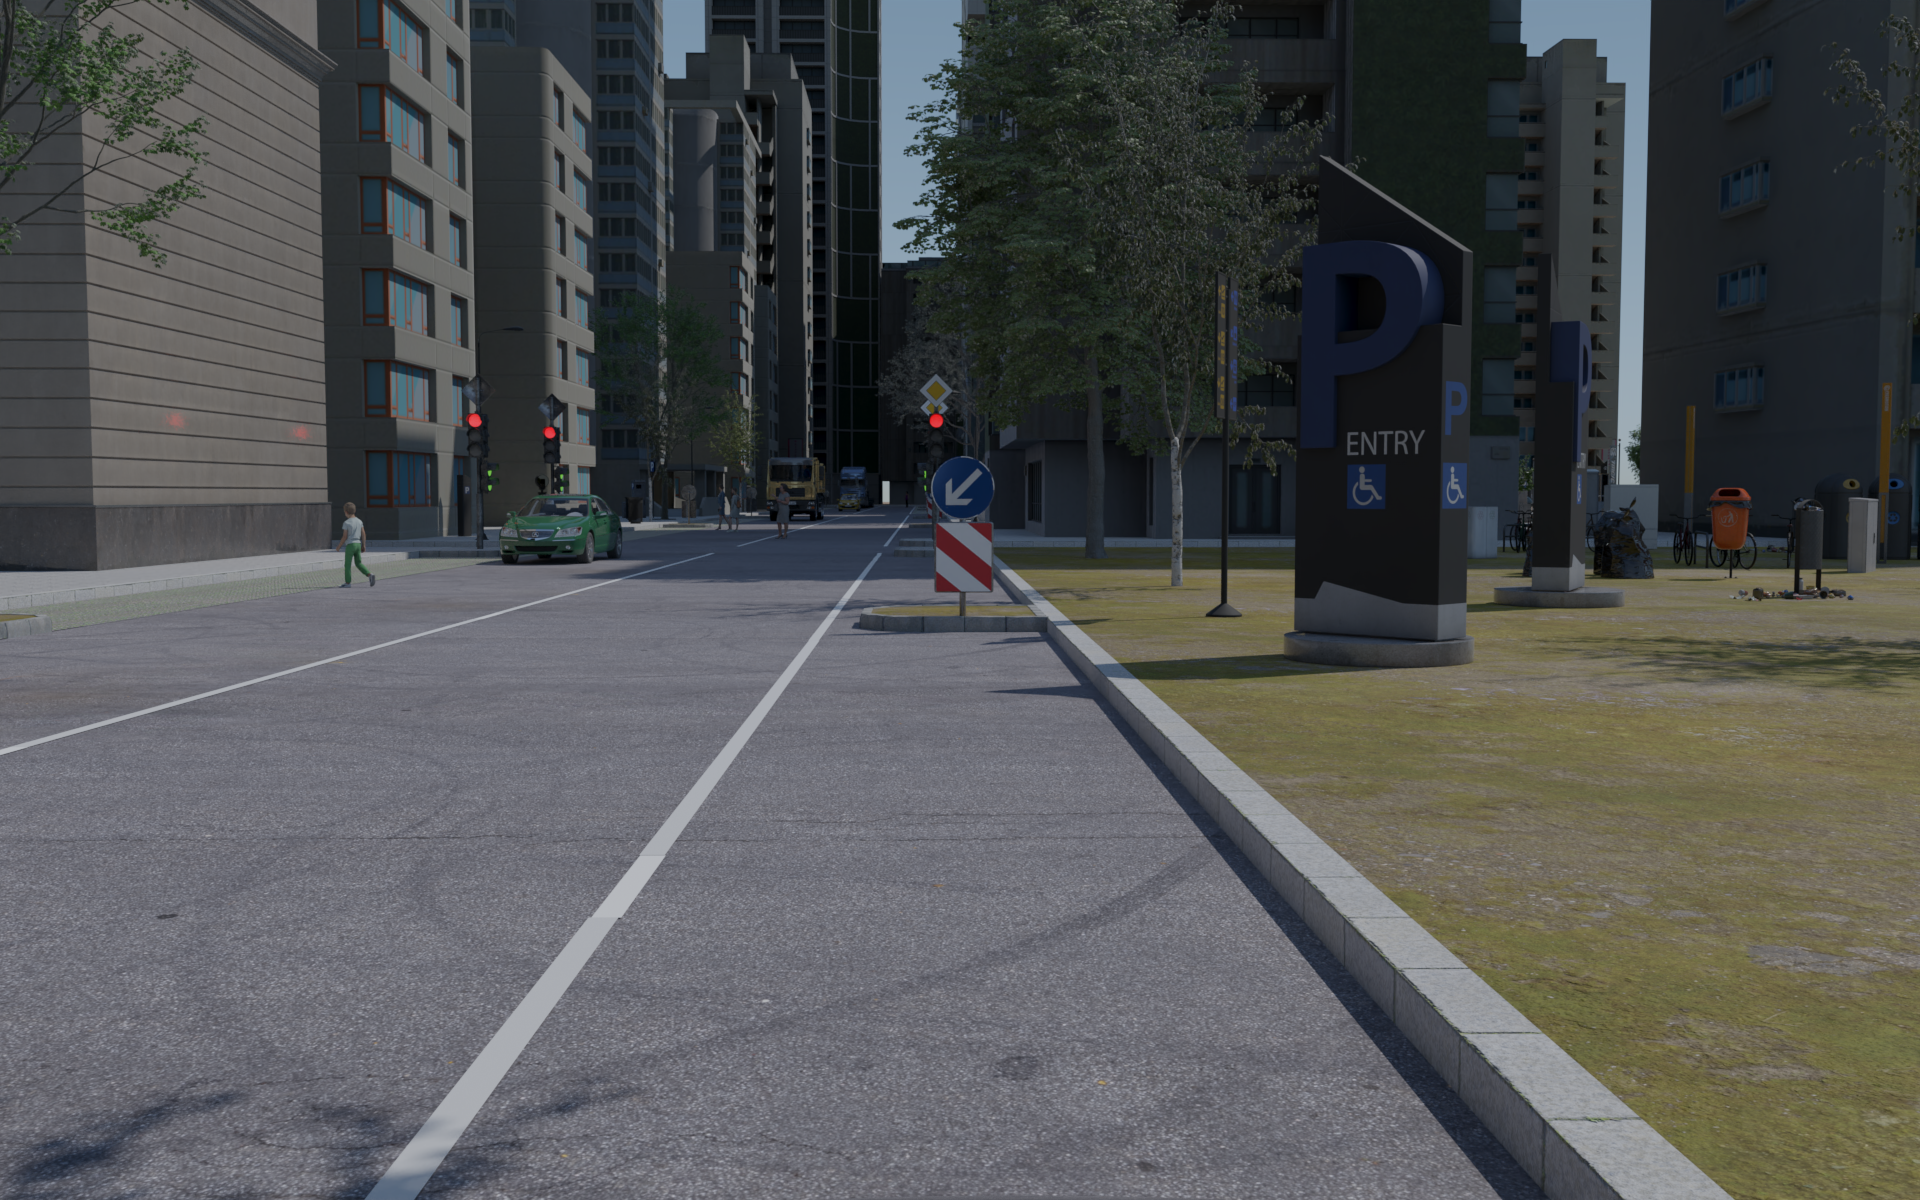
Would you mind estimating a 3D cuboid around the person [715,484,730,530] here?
[{"bbox_3d":[-9.456,-3.708,69.142,0.654,1.822,0.581,0,4,8],"label":"person"}]

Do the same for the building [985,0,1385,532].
[{"bbox_3d":[7.955,-18.201,69.292,14.160,30.474,14.107,0,4,-1],"label":"building"}]

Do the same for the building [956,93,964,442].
[{"bbox_3d":[10.765,-34.532,184.210,23.786,49.044,30.456,0,4,-1],"label":"building"}]

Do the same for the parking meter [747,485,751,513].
[{"bbox_3d":[-14.305,-6.823,117.272,0.255,1.863,0.399,0,4,-8],"label":"parking meter"}]

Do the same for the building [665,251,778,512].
[{"bbox_3d":[-29.595,-17.899,137.689,27.650,21.520,28.899,0,4,-1],"label":"building"}]

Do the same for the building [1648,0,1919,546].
[{"bbox_3d":[34.244,-26.367,54.803,21.600,48.544,21.300,0,4,-1],"label":"building"}]

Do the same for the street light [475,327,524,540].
[{"bbox_3d":[-12.795,-4.624,48.149,1.470,5.913,1.316,0,4,-1],"label":"street light"}]

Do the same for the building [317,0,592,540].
[{"bbox_3d":[-29.676,-13.240,61.514,27.650,21.520,28.899,0,4,-1],"label":"building"}]

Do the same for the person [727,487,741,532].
[{"bbox_3d":[-8.462,-3.401,65.118,0.522,1.701,0.512,1,4,19],"label":"person"}]

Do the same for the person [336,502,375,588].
[{"bbox_3d":[-9.252,-0.842,26.507,0.590,1.304,0.306,1,4,11],"label":"person"}]

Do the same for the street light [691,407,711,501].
[{"bbox_3d":[-13.737,-7.321,92.240,1.470,5.913,1.316,0,4,-1],"label":"street light"}]

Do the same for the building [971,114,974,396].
[{"bbox_3d":[7.783,-22.203,134.727,14.160,30.474,14.107,0,4,-1],"label":"building"}]

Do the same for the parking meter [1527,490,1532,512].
[{"bbox_3d":[28.889,-4.875,88.111,0.372,1.533,0.369,0,3,0],"label":"parking meter"}]

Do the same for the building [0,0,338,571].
[{"bbox_3d":[-26.593,-14.451,33.541,25.104,27.353,12.463,0,4,-1],"label":"building"}]

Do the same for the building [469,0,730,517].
[{"bbox_3d":[-30.867,-25.188,103.700,32.217,40.220,23.993,0,4,-1],"label":"building"}]

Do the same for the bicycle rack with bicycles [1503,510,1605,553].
[{"bbox_3d":[13.068,-1.522,38.267,2.925,0.926,2.852,-3,5,-44],"label":"bicycle rack with bicycles"}]

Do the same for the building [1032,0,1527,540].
[{"bbox_3d":[8.416,-17.256,53.833,14.107,30.474,14.160,0,4,-1],"label":"building"}]

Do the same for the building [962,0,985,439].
[{"bbox_3d":[13.807,-34.599,154.935,28.713,52.752,27.495,0,4,-1],"label":"building"}]

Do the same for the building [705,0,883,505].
[{"bbox_3d":[-20.154,-47.510,215.032,20.611,71.187,20.563,0,4,-1],"label":"building"}]

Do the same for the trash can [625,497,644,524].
[{"bbox_3d":[-14.023,-3.865,74.848,0.748,1.137,0.748,0,3,0],"label":"trash can"}]

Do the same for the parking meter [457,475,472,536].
[{"bbox_3d":[-15.028,-2.863,52.527,0.255,1.863,0.399,2,4,26],"label":"parking meter"}]

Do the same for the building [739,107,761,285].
[{"bbox_3d":[-32.100,-28.843,163.470,32.217,40.220,23.993,0,4,-1],"label":"building"}]

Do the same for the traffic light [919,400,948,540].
[{"bbox_3d":[-0.735,-3.645,48.517,0.839,4.253,0.868,0,4,-1],"label":"traffic light"}]

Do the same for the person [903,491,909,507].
[{"bbox_3d":[-5.752,-10.753,185.001,0.721,1.739,1.217,-2,4,-30],"label":"person"}]

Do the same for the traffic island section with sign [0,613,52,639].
[{"bbox_3d":[-10.433,-0.543,17.503,1.989,1.847,2.006,0,4,-1],"label":"traffic island section with sign"}]

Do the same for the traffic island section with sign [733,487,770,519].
[{"bbox_3d":[-12.124,-5.646,100.939,1.989,1.847,2.006,0,4,-1],"label":"traffic island section with sign"}]

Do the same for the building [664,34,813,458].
[{"bbox_3d":[-27.228,-34.519,188.083,21.600,48.544,21.300,0,4,-1],"label":"building"}]

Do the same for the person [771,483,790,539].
[{"bbox_3d":[-5.788,-2.854,55.523,0.532,1.782,0.716,-3,5,-40],"label":"person"}]

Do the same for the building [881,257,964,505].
[{"bbox_3d":[-2.747,-27.057,214.077,14.107,30.474,14.160,0,4,-1],"label":"building"}]

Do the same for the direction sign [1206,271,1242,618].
[{"bbox_3d":[2.770,-1.595,18.069,0.379,3.537,0.876,1,4,22],"label":"direction sign"}]

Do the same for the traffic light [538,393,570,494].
[{"bbox_3d":[-11.343,-3.631,48.287,0.839,4.253,0.868,0,4,-1],"label":"traffic light"}]

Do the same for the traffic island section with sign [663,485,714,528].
[{"bbox_3d":[-11.577,-3.998,73.989,1.989,1.847,2.006,0,4,-1],"label":"traffic island section with sign"}]

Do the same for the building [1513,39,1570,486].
[{"bbox_3d":[60.282,-34.618,189.704,21.600,48.544,21.300,0,4,-1],"label":"building"}]

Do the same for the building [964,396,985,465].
[{"bbox_3d":[11.742,-48.554,106.533,22.319,86.520,31.000,0,4,-1],"label":"building"}]

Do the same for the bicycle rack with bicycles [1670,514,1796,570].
[{"bbox_3d":[13.842,-1.041,30.403,2.852,0.926,2.925,1,4,18],"label":"bicycle rack with bicycles"}]

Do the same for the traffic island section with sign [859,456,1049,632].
[{"bbox_3d":[-0.089,-0.629,18.907,1.989,1.847,2.006,0,4,-1],"label":"traffic island section with sign"}]

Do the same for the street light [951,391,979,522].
[{"bbox_3d":[0.186,-6.478,78.456,1.470,5.913,1.316,0,4,-1],"label":"street light"}]

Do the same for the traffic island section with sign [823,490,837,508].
[{"bbox_3d":[-13.684,-10.358,177.986,1.989,1.847,2.006,0,4,-1],"label":"traffic island section with sign"}]

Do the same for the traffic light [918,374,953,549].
[{"bbox_3d":[-0.573,-3.157,40.534,0.839,4.253,0.868,0,4,-1],"label":"traffic light"}]

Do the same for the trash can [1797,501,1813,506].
[{"bbox_3d":[17.888,-1.500,36.183,0.748,1.137,0.748,0,3,0],"label":"trash can"}]
